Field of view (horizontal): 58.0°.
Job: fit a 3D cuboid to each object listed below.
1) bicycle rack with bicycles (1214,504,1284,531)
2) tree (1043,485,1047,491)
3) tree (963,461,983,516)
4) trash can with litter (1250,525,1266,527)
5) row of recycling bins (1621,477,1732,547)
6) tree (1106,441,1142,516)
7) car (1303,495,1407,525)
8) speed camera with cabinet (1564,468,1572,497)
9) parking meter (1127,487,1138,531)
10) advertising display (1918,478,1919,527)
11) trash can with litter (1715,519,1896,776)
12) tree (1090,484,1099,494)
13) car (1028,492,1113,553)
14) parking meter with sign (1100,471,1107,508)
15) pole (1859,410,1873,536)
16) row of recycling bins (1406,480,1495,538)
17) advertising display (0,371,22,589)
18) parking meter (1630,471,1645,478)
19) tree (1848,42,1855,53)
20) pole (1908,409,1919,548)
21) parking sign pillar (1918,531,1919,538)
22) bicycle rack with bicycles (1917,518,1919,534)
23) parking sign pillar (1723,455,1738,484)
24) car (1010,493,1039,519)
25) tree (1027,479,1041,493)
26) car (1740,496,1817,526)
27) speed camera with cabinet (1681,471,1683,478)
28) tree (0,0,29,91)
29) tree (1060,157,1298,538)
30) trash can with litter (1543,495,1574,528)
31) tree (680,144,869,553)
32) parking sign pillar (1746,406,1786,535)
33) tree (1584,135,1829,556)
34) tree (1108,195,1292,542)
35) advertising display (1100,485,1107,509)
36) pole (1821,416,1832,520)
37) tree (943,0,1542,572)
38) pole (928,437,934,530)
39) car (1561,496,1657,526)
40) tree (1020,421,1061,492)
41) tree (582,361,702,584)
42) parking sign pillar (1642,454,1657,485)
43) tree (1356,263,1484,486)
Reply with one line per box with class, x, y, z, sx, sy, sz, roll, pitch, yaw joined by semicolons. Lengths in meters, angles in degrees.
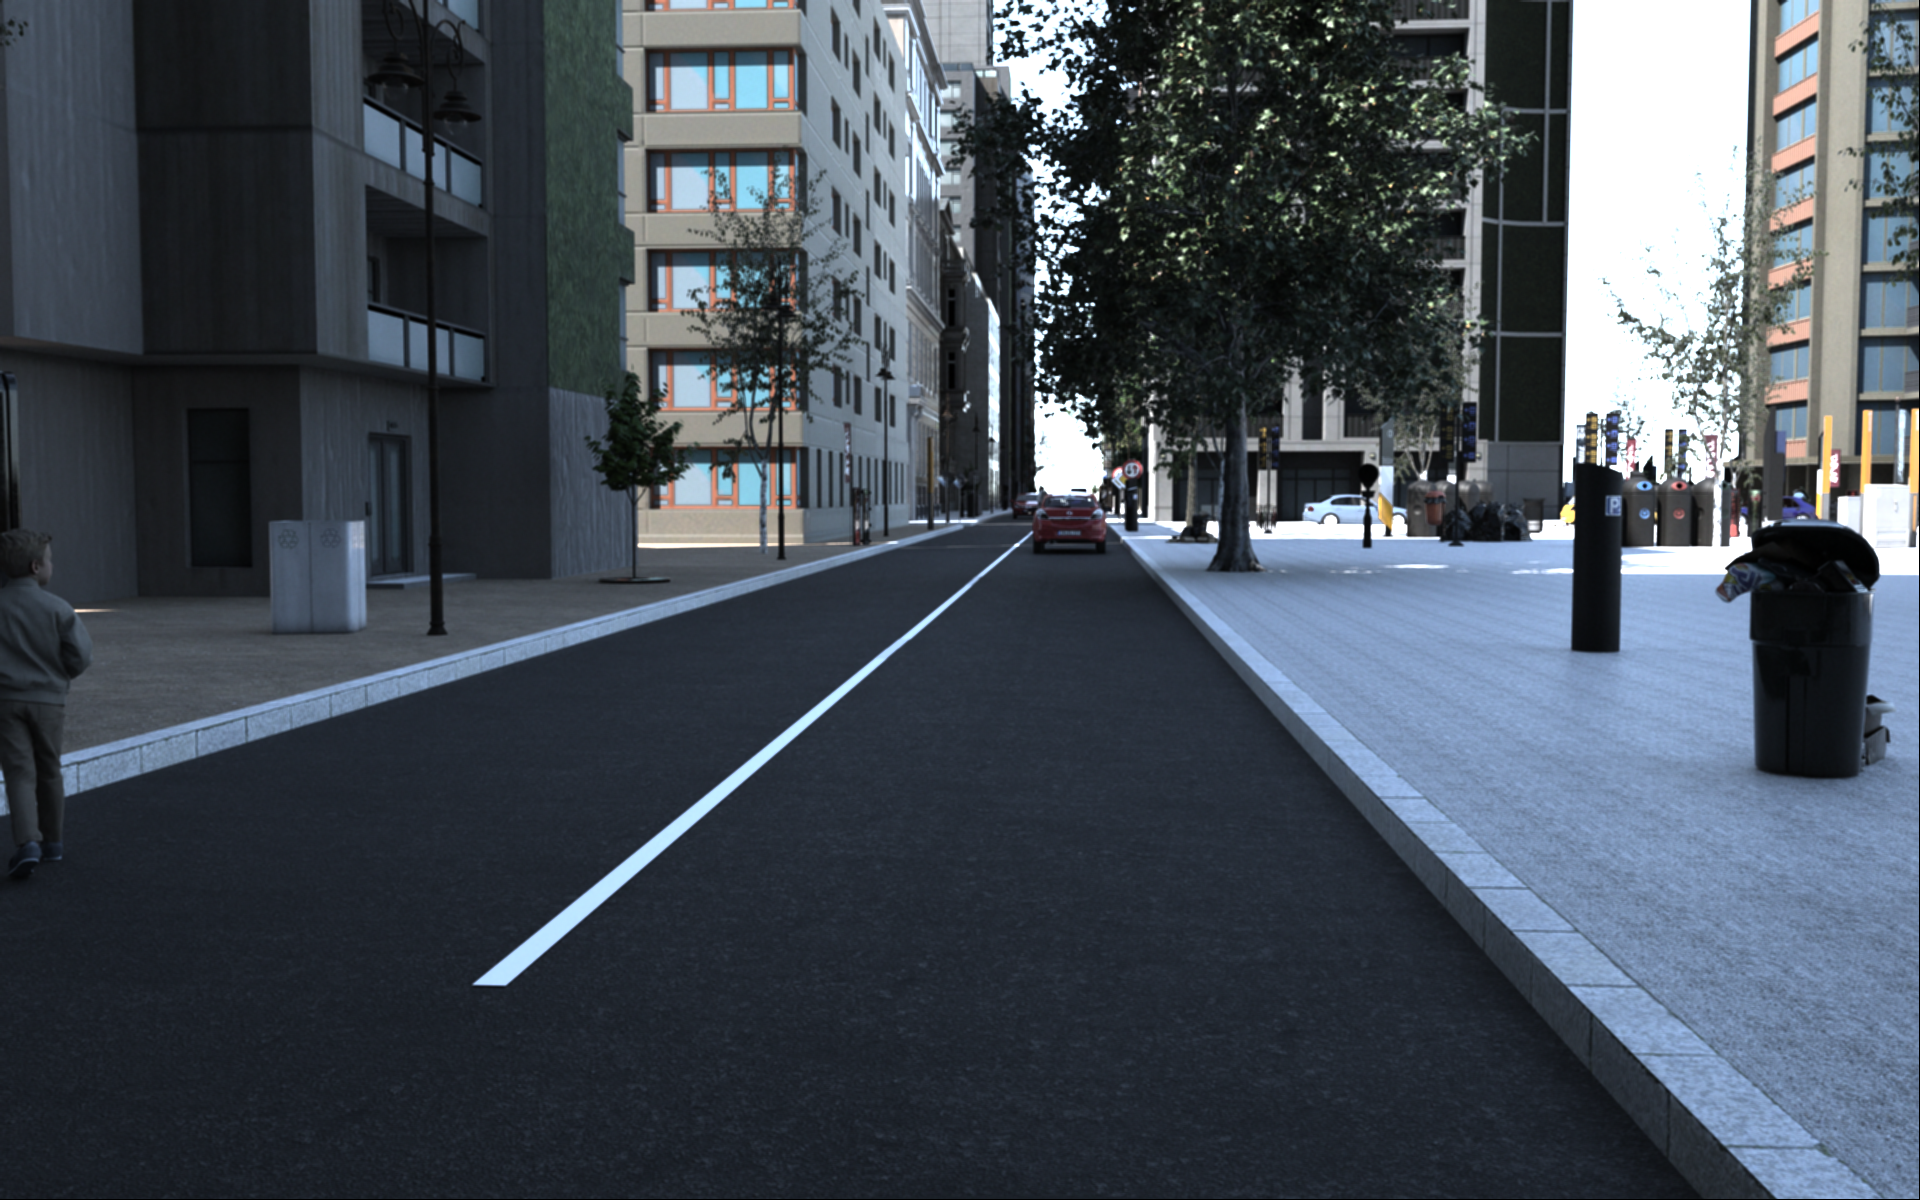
bicycle rack with bicycles;10.311;-2.950;61.611;2.852;0.926;2.925;2;4;23
tree;13.273;-17.780;285.295;1.663;3.219;1.824;0;3;0
tree;0.521;-6.532;101.394;1.663;3.219;1.824;0;3;0
trash can with litter;11.094;-3.482;67.990;2.233;1.210;1.678;0;4;-8
row of recycling bins;16.850;-2.132;41.979;3.534;1.692;1.069;0;4;-3
tree;10.185;-7.278;102.701;4.285;4.588;4.351;0;3;0
car;16.629;-3.694;72.391;4.499;1.417;2.014;0;4;3
speed camera with cabinet;45.317;-8.191;128.259;0.660;3.252;2.038;0;4;1
parking meter;5.937;-3.129;59.574;0.372;1.533;0.369;0;3;0
advertising display;37.886;-3.864;68.396;0.123;1.923;0.974;2;4;32
trash can with litter;4.034;0.195;8.193;0.624;1.170;1.055;3;5;39
tree;21.169;-17.002;272.591;1.663;3.219;1.824;0;3;0
car;2.753;-2.099;43.353;2.155;1.783;4.494;0;4;4
parking meter with sign;10.932;-8.277;131.594;0.543;3.016;1.738;0;4;7
pole;22.035;-2.953;42.132;0.158;3.312;0.155;0;3;0
row of recycling bins;14.801;-2.743;51.969;3.534;1.692;1.069;-2;4;-35
advertising display;-5.329;-0.252;9.330;0.974;1.923;0.123;3;4;38
parking meter;16.781;-2.278;42.962;0.255;1.863;0.399;0;4;0
tree;11.828;-4.171;18.559;4.360;8.622;3.978;0;3;0
pole;22.833;-2.911;41.444;0.158;3.312;0.155;0;3;0
parking sign pillar;28.962;-3.809;50.741;1.447;3.967;1.447;-1;4;-16
bicycle rack with bicycles;30.115;-2.586;55.669;2.925;0.926;2.852;1;4;15
parking sign pillar;48.038;-7.270;107.338;1.447;3.967;1.447;-3;5;-40
car;4.008;-5.672;101.785;2.155;1.783;4.494;0;4;2
tree;8.846;-13.572;216.496;1.663;3.219;1.824;0;3;0
car;33.314;-3.629;71.907;3.894;1.354;1.945;0;4;5
speed camera with cabinet;49.898;-7.673;119.787;0.660;3.252;2.038;3;4;38
tree;-10.368;-3.920;14.460;4.360;8.622;3.978;0;3;0
tree;6.952;-7.637;50.614;9.928;11.665;9.643;0;3;0
trash can with litter;23.516;-3.385;66.395;2.233;1.210;1.678;1;4;14
tree;-4.176;-5.331;37.518;4.360;8.622;3.978;0;3;0
parking sign pillar;25.189;-3.986;53.638;1.447;3.967;1.447;1;4;17
tree;15.417;-5.213;35.600;4.360;8.622;3.978;0;3;0
tree;5.799;-5.364;38.059;4.737;8.622;4.395;0;3;0
advertising display;10.447;-7.400;126.203;0.123;1.923;0.974;2;4;28
pole;22.698;-3.152;45.386;0.158;3.312;0.155;0;3;0
tree;4.570;-6.833;28.724;9.611;12.733;9.660;0;3;0
pole;-1.054;-4.179;62.174;0.158;3.312;0.155;0;3;0
car;27.039;-3.766;71.800;3.980;1.641;2.015;0;4;4
tree;9.080;-17.560;221.513;8.767;10.594;7.601;1;4;17
tree;-4.812;-1.861;25.026;1.663;3.219;1.824;0;3;0
parking sign pillar;46.773;-7.893;117.518;1.447;3.967;1.447;0;4;-4
tree;14.964;-6.457;55.936;4.360;8.622;3.978;0;3;0
